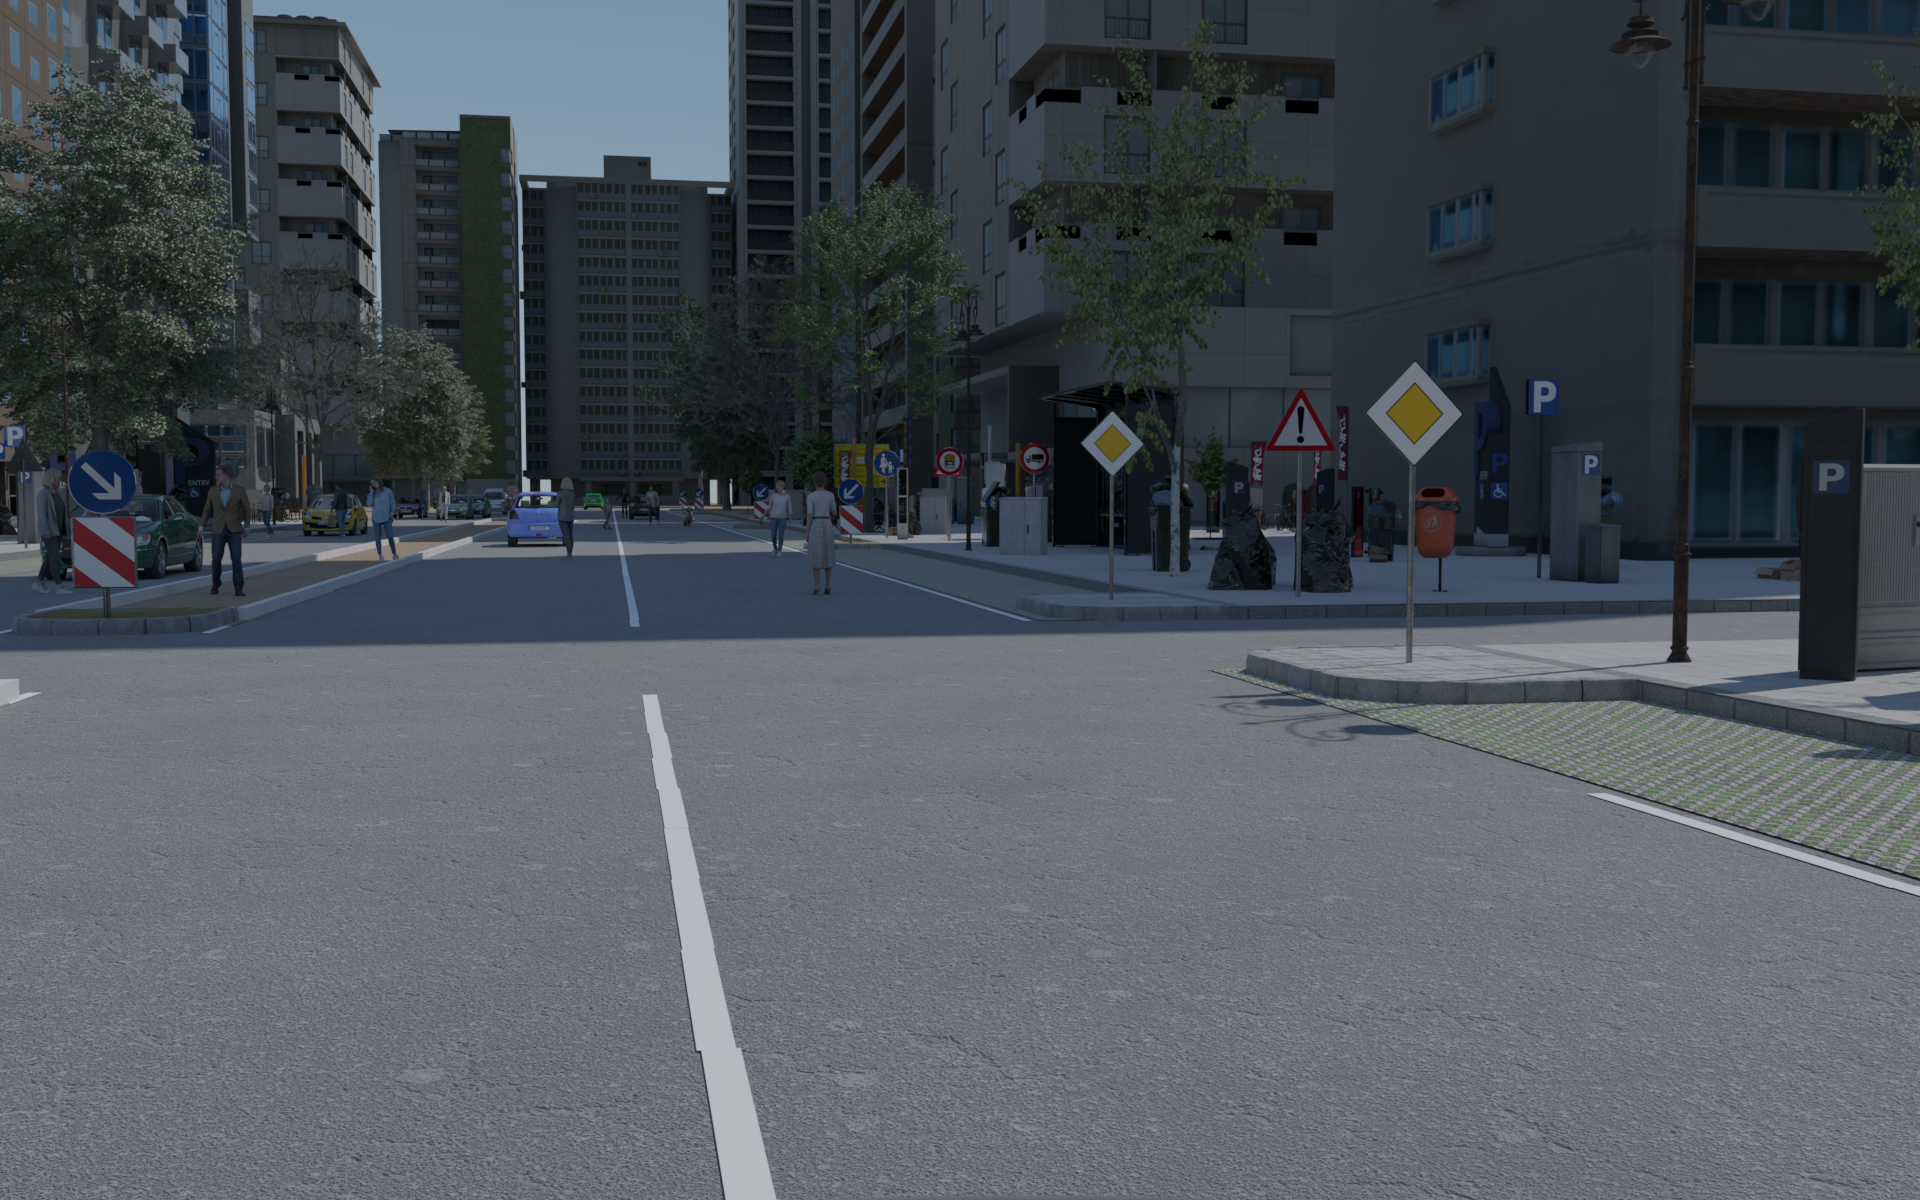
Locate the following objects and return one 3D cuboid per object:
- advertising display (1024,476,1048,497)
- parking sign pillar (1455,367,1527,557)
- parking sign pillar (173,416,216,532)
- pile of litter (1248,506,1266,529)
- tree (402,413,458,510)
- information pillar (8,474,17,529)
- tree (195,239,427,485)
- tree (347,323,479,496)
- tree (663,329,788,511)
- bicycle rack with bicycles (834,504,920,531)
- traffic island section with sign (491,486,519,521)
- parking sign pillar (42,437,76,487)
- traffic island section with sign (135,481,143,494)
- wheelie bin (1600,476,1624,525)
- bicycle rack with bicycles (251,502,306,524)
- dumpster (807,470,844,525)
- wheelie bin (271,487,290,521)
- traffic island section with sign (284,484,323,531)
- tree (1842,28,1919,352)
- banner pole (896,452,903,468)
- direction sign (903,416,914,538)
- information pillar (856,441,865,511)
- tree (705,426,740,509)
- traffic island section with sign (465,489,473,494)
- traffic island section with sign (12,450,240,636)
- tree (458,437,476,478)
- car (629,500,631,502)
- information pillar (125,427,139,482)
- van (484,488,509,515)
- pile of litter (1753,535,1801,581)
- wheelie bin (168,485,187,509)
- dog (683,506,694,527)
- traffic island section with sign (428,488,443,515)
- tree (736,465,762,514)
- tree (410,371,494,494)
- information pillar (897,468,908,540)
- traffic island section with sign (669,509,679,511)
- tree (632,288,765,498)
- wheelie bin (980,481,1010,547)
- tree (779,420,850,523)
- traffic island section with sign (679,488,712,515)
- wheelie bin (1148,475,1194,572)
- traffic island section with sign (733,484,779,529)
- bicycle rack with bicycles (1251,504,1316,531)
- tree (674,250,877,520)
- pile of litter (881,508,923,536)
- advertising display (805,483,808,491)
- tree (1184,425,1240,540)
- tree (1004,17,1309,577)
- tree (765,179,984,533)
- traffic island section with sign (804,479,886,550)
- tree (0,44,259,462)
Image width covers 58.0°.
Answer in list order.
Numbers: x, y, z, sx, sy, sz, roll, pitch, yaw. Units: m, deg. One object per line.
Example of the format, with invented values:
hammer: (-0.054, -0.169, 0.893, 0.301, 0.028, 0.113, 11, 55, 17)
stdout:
advertising display: (2.687, -3.439, 61.444, 0.974, 1.923, 0.123, 3, 5, 41)
parking sign pillar: (11.101, -2.914, 36.121, 1.447, 3.967, 1.447, 0, 4, 4)
parking sign pillar: (-26.303, -4.347, 59.542, 1.447, 3.967, 1.447, -1, 4, -13)
pile of litter: (10.675, -3.056, 63.924, 1.176, 0.858, 1.719, -1, 4, -20)
tree: (-42.388, -11.426, 137.177, 4.360, 8.622, 3.978, 0, 3, 0)
information pillar: (-35.218, -3.671, 64.509, 0.304, 2.012, 0.304, -1, 4, -11)
tree: (-31.048, -10.579, 83.331, 12.009, 13.543, 11.850, 0, 3, 0)
tree: (-40.261, -13.508, 127.516, 9.857, 13.997, 8.962, 0, 3, 0)
tree: (-17.879, -13.863, 133.313, 9.857, 13.997, 8.962, 0, 3, 0)
bicycle rack with bicycles: (-2.681, -2.903, 60.839, 2.925, 0.926, 2.852, 1, 4, 14)
traffic island section with sign: (-23.852, -5.138, 92.146, 2.006, 1.907, 1.989, -1, 4, -11)
parking sign pillar: (-35.652, -4.907, 68.704, 1.447, 3.967, 1.447, 2, 4, 34)
traffic island section with sign: (-20.105, -2.023, 41.698, 1.989, 1.847, 2.006, -1, 4, -11)
wheelie bin: (11.038, -1.361, 30.158, 0.980, 1.594, 0.693, 1, 4, 9)
bicycle rack with bicycles: (-30.964, -3.962, 78.167, 2.925, 0.926, 2.852, 3, 4, 37)
dumpster: (-5.500, -4.230, 71.651, 1.502, 2.255, 1.985, -1, 4, -12)
wheelie bin: (-32.377, -4.556, 82.401, 0.980, 1.594, 0.693, -2, 4, -28)
traffic island section with sign: (-25.505, -3.656, 68.403, 1.989, 1.847, 2.006, -1, 4, -11)
tree: (15.977, -4.699, 27.195, 4.737, 8.622, 4.395, 0, 3, 0)
banner pole: (-2.887, -6.087, 89.543, 0.863, 3.779, 0.401, 0, 4, -6)
direction sign: (-1.524, -3.587, 50.643, 0.379, 3.537, 0.876, -1, 4, -18)
information pillar: (-4.239, -4.958, 72.416, 0.504, 3.616, 0.183, -1, 4, -19)
tree: (-19.755, -11.838, 143.914, 4.737, 8.622, 4.395, 0, 3, 0)
traffic island section with sign: (-40.901, -8.313, 144.553, 1.989, 1.847, 2.006, -1, 4, -11)
traffic island section with sign: (-8.955, -0.633, 18.493, 2.006, 1.907, 1.989, -1, 4, -11)
tree: (-48.304, -13.166, 165.631, 4.360, 8.622, 3.978, 0, 3, 0)
car: (-21.189, -6.506, 116.152, 2.009, 1.686, 4.222, -1, 4, -11)
information pillar: (-27.329, -4.023, 57.137, 0.504, 3.616, 0.183, 1, 4, 17)
van: (-32.105, -6.875, 119.425, 2.013, 2.044, 4.112, -1, 4, -13)
pile of litter: (12.574, -0.739, 26.041, 1.176, 0.858, 1.719, 2, 4, 33)
wheelie bin: (-25.862, -3.013, 57.170, 0.693, 1.594, 0.980, -2, 4, -28)
dog: (-11.971, -3.648, 76.486, 0.513, 0.831, 0.800, 0, 4, 7)
traffic island section with sign: (-35.522, -6.689, 117.987, 1.989, 1.847, 2.006, -1, 4, -11)
tree: (-13.839, -7.312, 114.152, 1.663, 3.219, 1.824, 0, 3, 0)
tree: (-46.502, -14.683, 158.198, 7.486, 12.596, 7.792, 0, 3, 0)
information pillar: (-1.618, -2.704, 48.706, 0.304, 2.012, 0.304, 0, 4, -5)
traffic island section with sign: (-23.920, -8.554, 148.491, 1.989, 1.847, 2.006, -1, 4, -11)
tree: (-23.455, -18.472, 157.902, 12.611, 20.169, 13.585, 0, 3, 0)
wheelie bin: (0.878, -2.109, 42.393, 0.693, 1.594, 0.980, -1, 4, -11)
tree: (-6.297, -5.704, 76.969, 4.285, 4.588, 4.351, 0, 3, 0)
traffic island section with sign: (-18.449, -6.900, 121.450, 1.989, 1.847, 2.006, -1, 4, -11)
wheelie bin: (3.490, -1.278, 28.798, 0.693, 1.594, 0.980, 0, 4, -5)
traffic island section with sign: (-8.396, -3.858, 71.704, 1.989, 1.847, 2.006, -1, 4, -11)
bicycle rack with bicycles: (11.692, -2.907, 60.911, 2.852, 0.926, 2.925, 0, 4, -7)
tree: (-9.262, -10.812, 87.149, 12.009, 13.543, 11.850, 0, 3, 0)
pile of litter: (-1.833, -2.432, 53.730, 1.176, 0.858, 1.719, 3, 5, 43)
advertising display: (-8.305, -5.477, 94.755, 0.123, 1.923, 0.974, -1, 4, -20)
tree: (7.177, -3.313, 48.767, 1.663, 3.219, 1.824, 0, 3, 0)
tree: (3.101, -4.667, 26.667, 4.737, 8.622, 4.395, 0, 3, 0)
tree: (-2.930, -8.042, 57.236, 9.928, 11.665, 9.643, 0, 3, 0)
traffic island section with sign: (-3.057, -2.242, 45.280, 1.989, 1.847, 2.006, -1, 4, -11)
tree: (-25.403, -8.816, 50.797, 9.857, 13.997, 8.962, 0, 3, 0)
